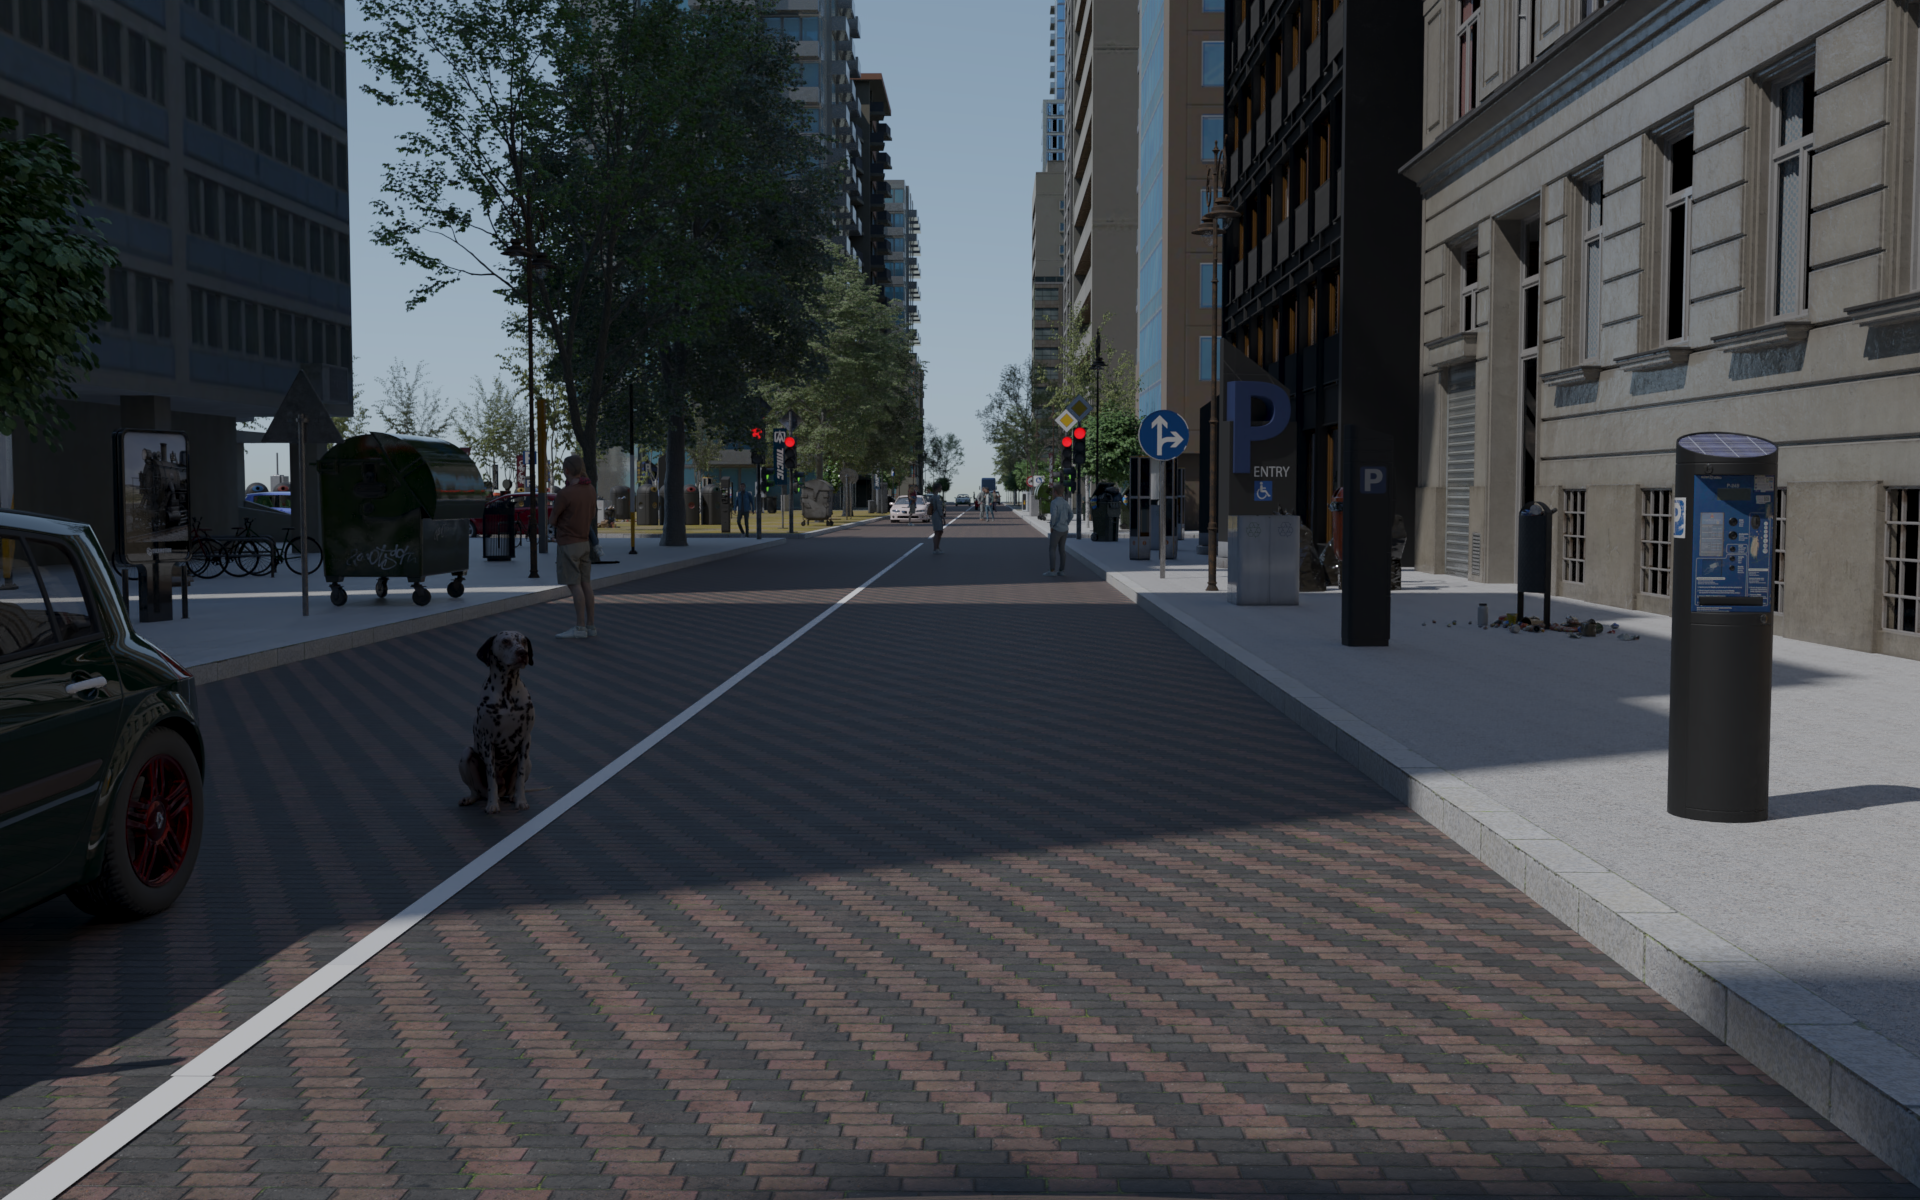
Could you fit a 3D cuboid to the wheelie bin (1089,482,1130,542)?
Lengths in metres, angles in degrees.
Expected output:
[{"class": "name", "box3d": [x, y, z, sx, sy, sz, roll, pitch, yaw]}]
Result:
[{"class": "wheelie bin", "box3d": [3.973, -2.377, 46.770, 0.980, 1.594, 0.693, -3, 5, -45]}]

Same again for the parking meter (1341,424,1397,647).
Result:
[{"class": "parking meter", "box3d": [3.452, -0.545, 14.628, 0.399, 1.863, 0.255, 0, 4, -6]}]

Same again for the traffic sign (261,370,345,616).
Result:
[{"class": "traffic sign", "box3d": [-6.890, -1.111, 18.164, 0.884, 2.594, 0.081, 0, 4, 2]}]

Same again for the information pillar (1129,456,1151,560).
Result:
[{"class": "information pillar", "box3d": [3.493, -1.779, 33.575, 0.304, 2.012, 0.304, -2, 4, -31]}]

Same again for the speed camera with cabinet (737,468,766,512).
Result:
[{"class": "speed camera with cabinet", "box3d": [-15.035, -7.981, 124.824, 2.038, 3.252, 0.660, 1, 4, 8]}]

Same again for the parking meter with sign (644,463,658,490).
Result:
[{"class": "parking meter with sign", "box3d": [-16.933, -6.193, 97.523, 1.738, 3.016, 0.543, 2, 4, 28]}]

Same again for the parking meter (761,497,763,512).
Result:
[{"class": "parking meter", "box3d": [-14.537, -7.346, 125.820, 0.255, 1.863, 0.399, 2, 4, 30]}]

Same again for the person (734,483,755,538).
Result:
[{"class": "person", "box3d": [-6.693, -2.746, 53.747, 0.601, 1.785, 0.444, 1, 4, 17]}]

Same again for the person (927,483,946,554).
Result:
[{"class": "person", "box3d": [-0.549, -1.962, 41.585, 0.522, 1.701, 0.512, -1, 4, -21]}]

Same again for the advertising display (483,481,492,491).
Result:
[{"class": "advertising display", "box3d": [-23.712, -4.953, 86.189, 0.123, 1.923, 0.974, 3, 5, 40]}]

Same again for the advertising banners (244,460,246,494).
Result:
[{"class": "advertising banners", "box3d": [-35.832, -5.627, 88.186, 2.074, 3.025, 0.090, -1, 4, -21]}]

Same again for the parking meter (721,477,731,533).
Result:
[{"class": "parking meter", "box3d": [-7.790, -3.173, 57.596, 0.255, 1.863, 0.399, 0, 4, 3]}]

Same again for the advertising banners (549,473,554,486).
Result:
[{"class": "advertising banners", "box3d": [-28.738, -7.536, 119.405, 0.090, 3.025, 2.074, 3, 4, 36]}]

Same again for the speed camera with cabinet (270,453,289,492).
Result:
[{"class": "speed camera with cabinet", "box3d": [-31.911, -5.417, 82.910, 2.038, 3.252, 0.660, 0, 4, 7]}]

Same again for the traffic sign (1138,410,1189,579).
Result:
[{"class": "traffic sign", "box3d": [3.080, -1.599, 26.251, 0.768, 2.556, 0.104, 0, 4, 3]}]

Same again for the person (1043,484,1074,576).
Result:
[{"class": "person", "box3d": [1.732, -1.229, 30.397, 0.589, 1.601, 0.330, -3, 4, -37]}]

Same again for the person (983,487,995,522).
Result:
[{"class": "person", "box3d": [1.488, -4.967, 90.056, 0.623, 1.781, 0.721, 1, 4, 22]}]

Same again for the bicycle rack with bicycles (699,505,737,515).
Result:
[{"class": "bicycle rack with bicycles", "box3d": [-14.578, -5.533, 103.843, 2.925, 0.926, 2.852, 0, 4, -2]}]

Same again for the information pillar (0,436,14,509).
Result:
[{"class": "information pillar", "box3d": [-12.807, -1.950, 23.240, 0.183, 3.616, 0.504, -1, 4, -20]}]

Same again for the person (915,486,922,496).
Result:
[{"class": "person", "box3d": [-2.455, -5.475, 97.370, 0.474, 1.900, 0.648, 2, 4, 24]}]

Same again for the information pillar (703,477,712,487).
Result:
[{"class": "information pillar", "box3d": [-11.186, -4.420, 76.756, 0.304, 2.012, 0.304, 3, 4, 38]}]

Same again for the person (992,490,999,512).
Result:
[{"class": "person", "box3d": [2.777, -7.908, 138.319, 0.617, 1.759, 0.750, 1, 4, 19]}]

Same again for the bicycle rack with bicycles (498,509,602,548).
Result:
[{"class": "bicycle rack with bicycles", "box3d": [-9.869, -1.751, 42.016, 2.852, 0.926, 2.925, 0, 4, 4]}]

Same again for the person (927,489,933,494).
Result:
[{"class": "person", "box3d": [-2.093, -6.920, 121.828, 0.592, 1.802, 0.473, 3, 5, 40]}]

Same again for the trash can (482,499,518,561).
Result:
[{"class": "trash can", "box3d": [-8.831, -1.315, 33.156, 0.748, 1.137, 0.748, 0, 3, 0]}]

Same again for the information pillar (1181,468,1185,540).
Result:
[{"class": "information pillar", "box3d": [6.059, -2.666, 48.088, 0.304, 2.012, 0.304, 1, 4, 22]}]

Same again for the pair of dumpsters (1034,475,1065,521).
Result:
[{"class": "pair of dumpsters", "box3d": [4.465, -5.018, 84.537, 1.574, 2.255, 4.437, 0, 4, 1]}]

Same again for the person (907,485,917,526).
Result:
[{"class": "person", "box3d": [-2.185, -4.295, 78.698, 0.573, 1.828, 0.580, -3, 5, -40]}]

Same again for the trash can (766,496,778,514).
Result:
[{"class": "trash can", "box3d": [-12.384, -6.266, 114.096, 0.748, 1.137, 0.748, 0, 3, 0]}]

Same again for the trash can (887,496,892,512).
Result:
[{"class": "trash can", "box3d": [-5.179, -6.838, 123.456, 0.748, 1.137, 0.748, 0, 3, 0]}]

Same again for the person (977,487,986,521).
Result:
[{"class": "person", "box3d": [1.228, -5.223, 93.996, 0.391, 1.810, 0.635, 2, 4, 35]}]

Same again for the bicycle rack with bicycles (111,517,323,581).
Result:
[{"class": "bicycle rack with bicycles", "box3d": [-11.491, -0.835, 27.028, 2.925, 0.926, 2.852, -1, 4, -19]}]

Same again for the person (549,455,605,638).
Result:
[{"class": "person", "box3d": [-3.852, -0.546, 17.396, 0.573, 1.828, 0.580, -2, 4, -25]}]

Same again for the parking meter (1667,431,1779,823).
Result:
[{"class": "parking meter", "box3d": [3.029, 0.093, 6.883, 0.372, 1.533, 0.369, 0, 3, 0]}]

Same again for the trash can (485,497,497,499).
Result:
[{"class": "trash can", "box3d": [-20.323, -3.847, 74.544, 0.748, 1.137, 0.748, 0, 3, 0]}]

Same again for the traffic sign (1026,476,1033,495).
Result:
[{"class": "traffic sign", "box3d": [4.996, -7.370, 120.597, 0.768, 2.556, 0.104, 1, 4, 11]}]

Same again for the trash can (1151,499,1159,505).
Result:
[{"class": "trash can", "box3d": [5.183, -2.234, 48.172, 0.748, 1.137, 0.748, 0, 3, 0]}]

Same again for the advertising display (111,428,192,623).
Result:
[{"class": "advertising display", "box3d": [-8.094, -0.744, 17.385, 0.123, 1.923, 0.974, 1, 4, 14]}]

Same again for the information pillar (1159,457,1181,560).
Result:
[{"class": "information pillar", "box3d": [4.089, -1.804, 33.988, 0.304, 2.012, 0.304, 1, 4, 21]}]

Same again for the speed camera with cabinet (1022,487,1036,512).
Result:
[{"class": "speed camera with cabinet", "box3d": [5.121, -7.987, 124.919, 0.660, 3.252, 2.038, -1, 4, -21]}]

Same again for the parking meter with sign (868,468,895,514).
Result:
[{"class": "parking meter with sign", "box3d": [-5.191, -7.225, 114.390, 1.738, 3.016, 0.543, -1, 4, -20]}]

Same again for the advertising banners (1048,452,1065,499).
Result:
[{"class": "advertising banners", "box3d": [4.132, -4.712, 73.221, 0.090, 3.025, 2.074, 2, 4, 27]}]

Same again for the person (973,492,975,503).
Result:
[{"class": "person", "box3d": [2.143, -15.806, 266.906, 0.705, 1.826, 1.348, 0, 4, -7]}]

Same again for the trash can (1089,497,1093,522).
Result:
[{"class": "trash can", "box3d": [6.259, -4.115, 78.930, 0.748, 1.137, 0.748, 0, 3, 0]}]

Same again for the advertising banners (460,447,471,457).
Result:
[{"class": "advertising banners", "box3d": [-18.807, -4.133, 63.763, 0.090, 3.025, 2.074, 3, 4, 36]}]

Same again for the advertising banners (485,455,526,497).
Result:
[{"class": "advertising banners", "box3d": [-20.152, -4.922, 76.661, 2.074, 3.025, 0.090, -1, 4, -17]}]

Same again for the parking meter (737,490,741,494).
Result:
[{"class": "parking meter", "box3d": [-14.329, -6.396, 112.986, 0.372, 1.533, 0.369, 0, 3, 0]}]

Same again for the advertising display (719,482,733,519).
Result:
[{"class": "advertising display", "box3d": [-12.214, -5.210, 90.400, 0.974, 1.923, 0.123, 3, 5, 40]}]

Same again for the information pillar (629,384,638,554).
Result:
[{"class": "information pillar", "box3d": [-6.998, -2.791, 36.980, 0.183, 3.616, 0.504, -1, 4, -9]}]

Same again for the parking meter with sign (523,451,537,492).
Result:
[{"class": "parking meter with sign", "box3d": [-17.217, -4.465, 69.262, 0.543, 3.016, 1.738, -1, 4, -12]}]
